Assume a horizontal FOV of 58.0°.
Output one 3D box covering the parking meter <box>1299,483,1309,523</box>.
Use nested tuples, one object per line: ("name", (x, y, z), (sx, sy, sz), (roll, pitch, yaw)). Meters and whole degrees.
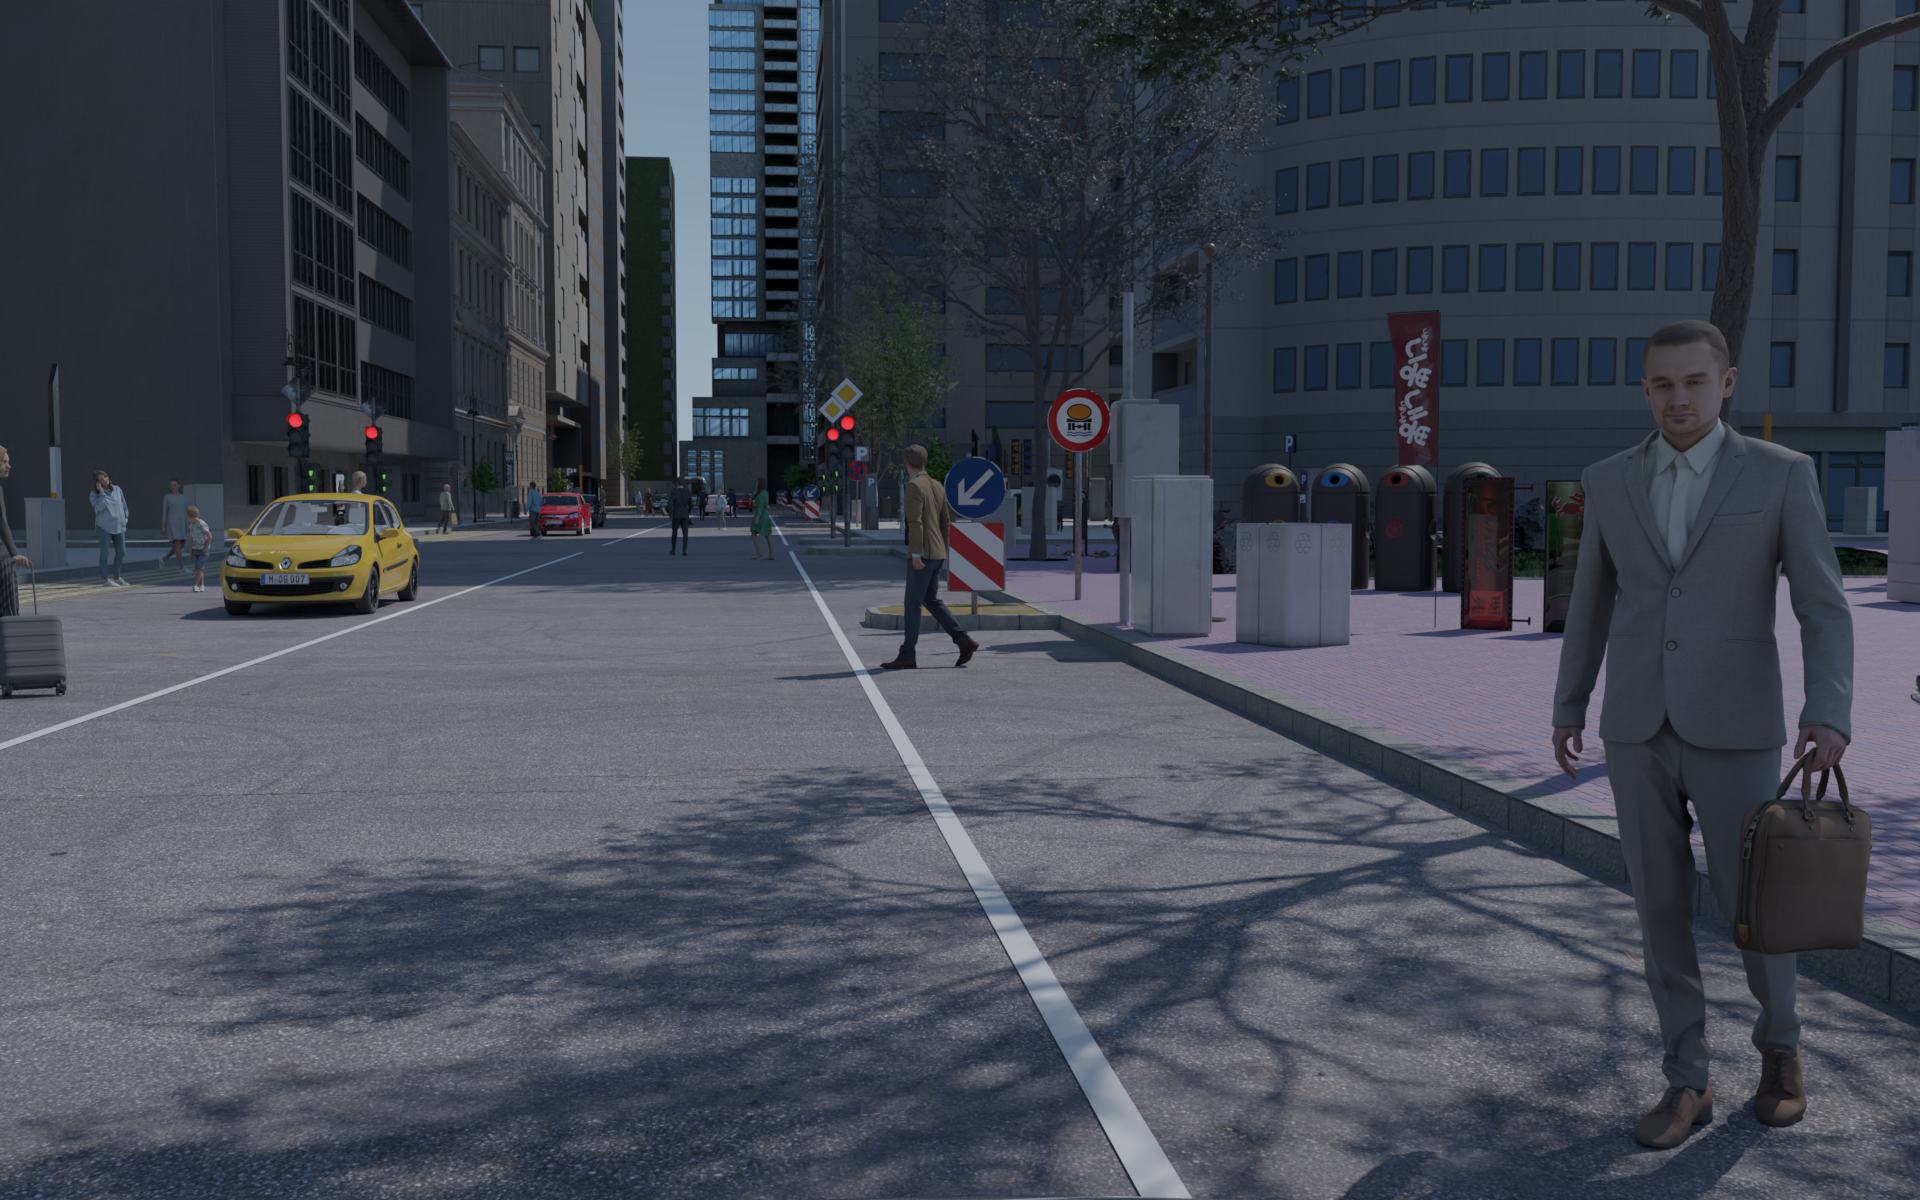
("parking meter", (6.785, -1.608, 34.697), (0.372, 1.533, 0.369), (0, 3, 0))

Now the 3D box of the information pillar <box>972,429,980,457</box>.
("information pillar", (0.553, -4.317, 61.930), (0.183, 3.616, 0.504), (-2, 4, -28))

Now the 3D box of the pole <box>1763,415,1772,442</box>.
("pole", (20.738, -3.102, 44.562), (0.158, 3.312, 0.155), (0, 3, 0))

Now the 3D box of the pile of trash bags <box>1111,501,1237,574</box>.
("pile of trash bags", (3.442, -1.175, 28.958), (1.912, 1.369, 3.447), (-1, 4, -13))

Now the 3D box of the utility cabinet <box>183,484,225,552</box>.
("utility cabinet", (-16.795, -1.821, 38.451), (0.318, 1.500, 1.173), (0, 4, 5))

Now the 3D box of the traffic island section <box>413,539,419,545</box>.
("traffic island section", (-16.339, -1.598, 48.409), (2.009, 0.180, 2.903), (0, 4, -7))

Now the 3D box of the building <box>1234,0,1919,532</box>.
("building", (21.779, -31.929, 64.036), (28.212, 58.520, 21.231), (0, 4, -7))

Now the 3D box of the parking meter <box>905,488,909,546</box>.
("parking meter", (-1.191, -2.117, 43.023), (0.372, 1.533, 0.369), (0, 3, 0))

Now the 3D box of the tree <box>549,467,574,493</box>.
("tree", (-28.204, -7.790, 121.965), (1.663, 3.219, 1.824), (0, 3, 0))

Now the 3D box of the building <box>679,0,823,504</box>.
("building", (-19.575, -55.375, 218.053), (31.000, 86.520, 22.319), (0, 4, -7))

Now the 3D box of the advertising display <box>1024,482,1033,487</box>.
("advertising display", (3.597, -5.231, 90.745), (0.123, 1.923, 0.974), (-1, 4, -21))

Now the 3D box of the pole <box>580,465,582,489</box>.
("pole", (-26.641, -7.823, 121.747), (0.158, 3.312, 0.155), (0, 3, 0))

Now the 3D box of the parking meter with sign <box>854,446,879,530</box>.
("parking meter with sign", (-3.323, -4.057, 62.591), (0.543, 3.016, 1.738), (-1, 4, -19))

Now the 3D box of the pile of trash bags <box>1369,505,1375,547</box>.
("pile of trash bags", (8.944, -1.778, 38.823), (1.912, 1.369, 3.447), (-1, 4, -11))

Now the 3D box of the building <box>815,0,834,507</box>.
("building", (-2.688, -33.144, 165.598), (21.300, 48.544, 21.600), (0, 4, -7))

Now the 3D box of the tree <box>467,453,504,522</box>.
("tree", (-21.984, -5.244, 80.346), (1.663, 3.219, 1.824), (0, 3, 0))

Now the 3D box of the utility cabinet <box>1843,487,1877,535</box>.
("utility cabinet", (28.184, -2.788, 54.257), (0.318, 1.500, 1.173), (0, 4, -7))

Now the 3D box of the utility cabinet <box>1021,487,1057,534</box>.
("utility cabinet", (2.504, -2.811, 54.641), (1.173, 1.500, 0.318), (3, 4, 38))

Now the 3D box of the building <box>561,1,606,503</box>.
("building", (-39.647, -30.907, 155.439), (14.600, 45.320, 14.200), (0, 4, -7))

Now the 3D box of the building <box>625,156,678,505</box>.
("building", (-41.975, -32.325, 212.106), (14.086, 41.232, 14.154), (0, 4, -7))

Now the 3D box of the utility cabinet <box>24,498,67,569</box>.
("utility cabinet", (-15.854, -1.156, 30.060), (0.306, 1.237, 1.020), (0, 4, -7))

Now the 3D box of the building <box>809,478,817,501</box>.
("building", (-0.188, -30.408, 189.053), (32.217, 40.220, 23.993), (0, 4, -7))

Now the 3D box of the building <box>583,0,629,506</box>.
("building", (-50.076, -39.268, 184.031), (28.212, 58.520, 21.231), (0, 4, -7))

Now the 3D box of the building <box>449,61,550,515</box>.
("building", (-33.513, -19.732, 108.530), (13.634, 28.700, 20.117), (0, 4, -7))

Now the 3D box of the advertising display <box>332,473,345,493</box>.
("advertising display", (-18.836, -2.894, 52.535), (0.123, 1.923, 0.974), (0, 4, -4))

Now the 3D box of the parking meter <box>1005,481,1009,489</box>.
("parking meter", (2.039, -4.482, 78.992), (0.399, 1.863, 0.255), (1, 4, 16))

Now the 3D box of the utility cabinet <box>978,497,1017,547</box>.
("utility cabinet", (0.834, -1.874, 41.800), (1.020, 1.237, 0.306), (1, 4, 15))

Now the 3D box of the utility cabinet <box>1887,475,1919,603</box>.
("utility cabinet", (11.248, -0.698, 20.094), (0.318, 1.500, 1.173), (0, 4, -1))

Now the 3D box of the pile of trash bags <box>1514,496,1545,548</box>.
("pile of trash bags", (13.756, -1.928, 41.271), (3.447, 1.369, 1.912), (2, 4, 27))

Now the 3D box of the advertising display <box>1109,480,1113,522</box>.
("advertising display", (6.879, -4.504, 78.848), (0.123, 1.923, 0.974), (0, 4, 2))

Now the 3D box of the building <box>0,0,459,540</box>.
("building", (-27.858, -14.865, 62.111), (14.314, 24.678, 30.058), (0, 4, -7))

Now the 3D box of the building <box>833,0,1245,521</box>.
("building", (2.832, -34.412, 104.632), (21.231, 58.520, 28.212), (0, 4, -7))

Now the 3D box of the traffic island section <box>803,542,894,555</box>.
("traffic island section", (-2.704, -1.203, 41.957), (2.009, 0.180, 2.903), (0, 4, -7))

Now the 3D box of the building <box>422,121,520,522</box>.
("building", (-29.703, -15.429, 88.426), (11.583, 22.565, 21.152), (0, 4, -7))

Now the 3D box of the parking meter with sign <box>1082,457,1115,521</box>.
("parking meter with sign", (6.453, -5.194, 81.187), (1.738, 3.016, 0.543), (-1, 4, -10))

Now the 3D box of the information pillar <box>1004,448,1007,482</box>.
("information pillar", (2.340, -5.967, 88.908), (0.183, 3.616, 0.504), (1, 4, 14))

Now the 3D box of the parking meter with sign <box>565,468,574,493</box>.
("parking meter with sign", (-25.859, -7.232, 114.497), (0.543, 3.016, 1.738), (0, 4, -8))

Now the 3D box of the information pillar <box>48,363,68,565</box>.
("information pillar", (-16.078, -2.412, 30.798), (0.183, 3.616, 0.504), (-1, 4, -16))

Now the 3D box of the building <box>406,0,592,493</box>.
("building", (-43.612, -33.306, 133.799), (28.713, 52.752, 27.495), (0, 4, -7))

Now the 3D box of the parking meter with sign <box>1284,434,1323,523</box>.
("parking meter with sign", (10.430, -3.346, 50.973), (1.738, 3.016, 0.543), (-1, 4, -20))

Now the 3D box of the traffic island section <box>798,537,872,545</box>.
("traffic island section", (-3.633, -1.689, 49.888), (2.009, 0.180, 2.903), (0, 4, -7))

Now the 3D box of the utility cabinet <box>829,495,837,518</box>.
("utility cabinet", (-6.754, -4.964, 92.327), (0.306, 1.237, 1.020), (-1, 4, -11))
